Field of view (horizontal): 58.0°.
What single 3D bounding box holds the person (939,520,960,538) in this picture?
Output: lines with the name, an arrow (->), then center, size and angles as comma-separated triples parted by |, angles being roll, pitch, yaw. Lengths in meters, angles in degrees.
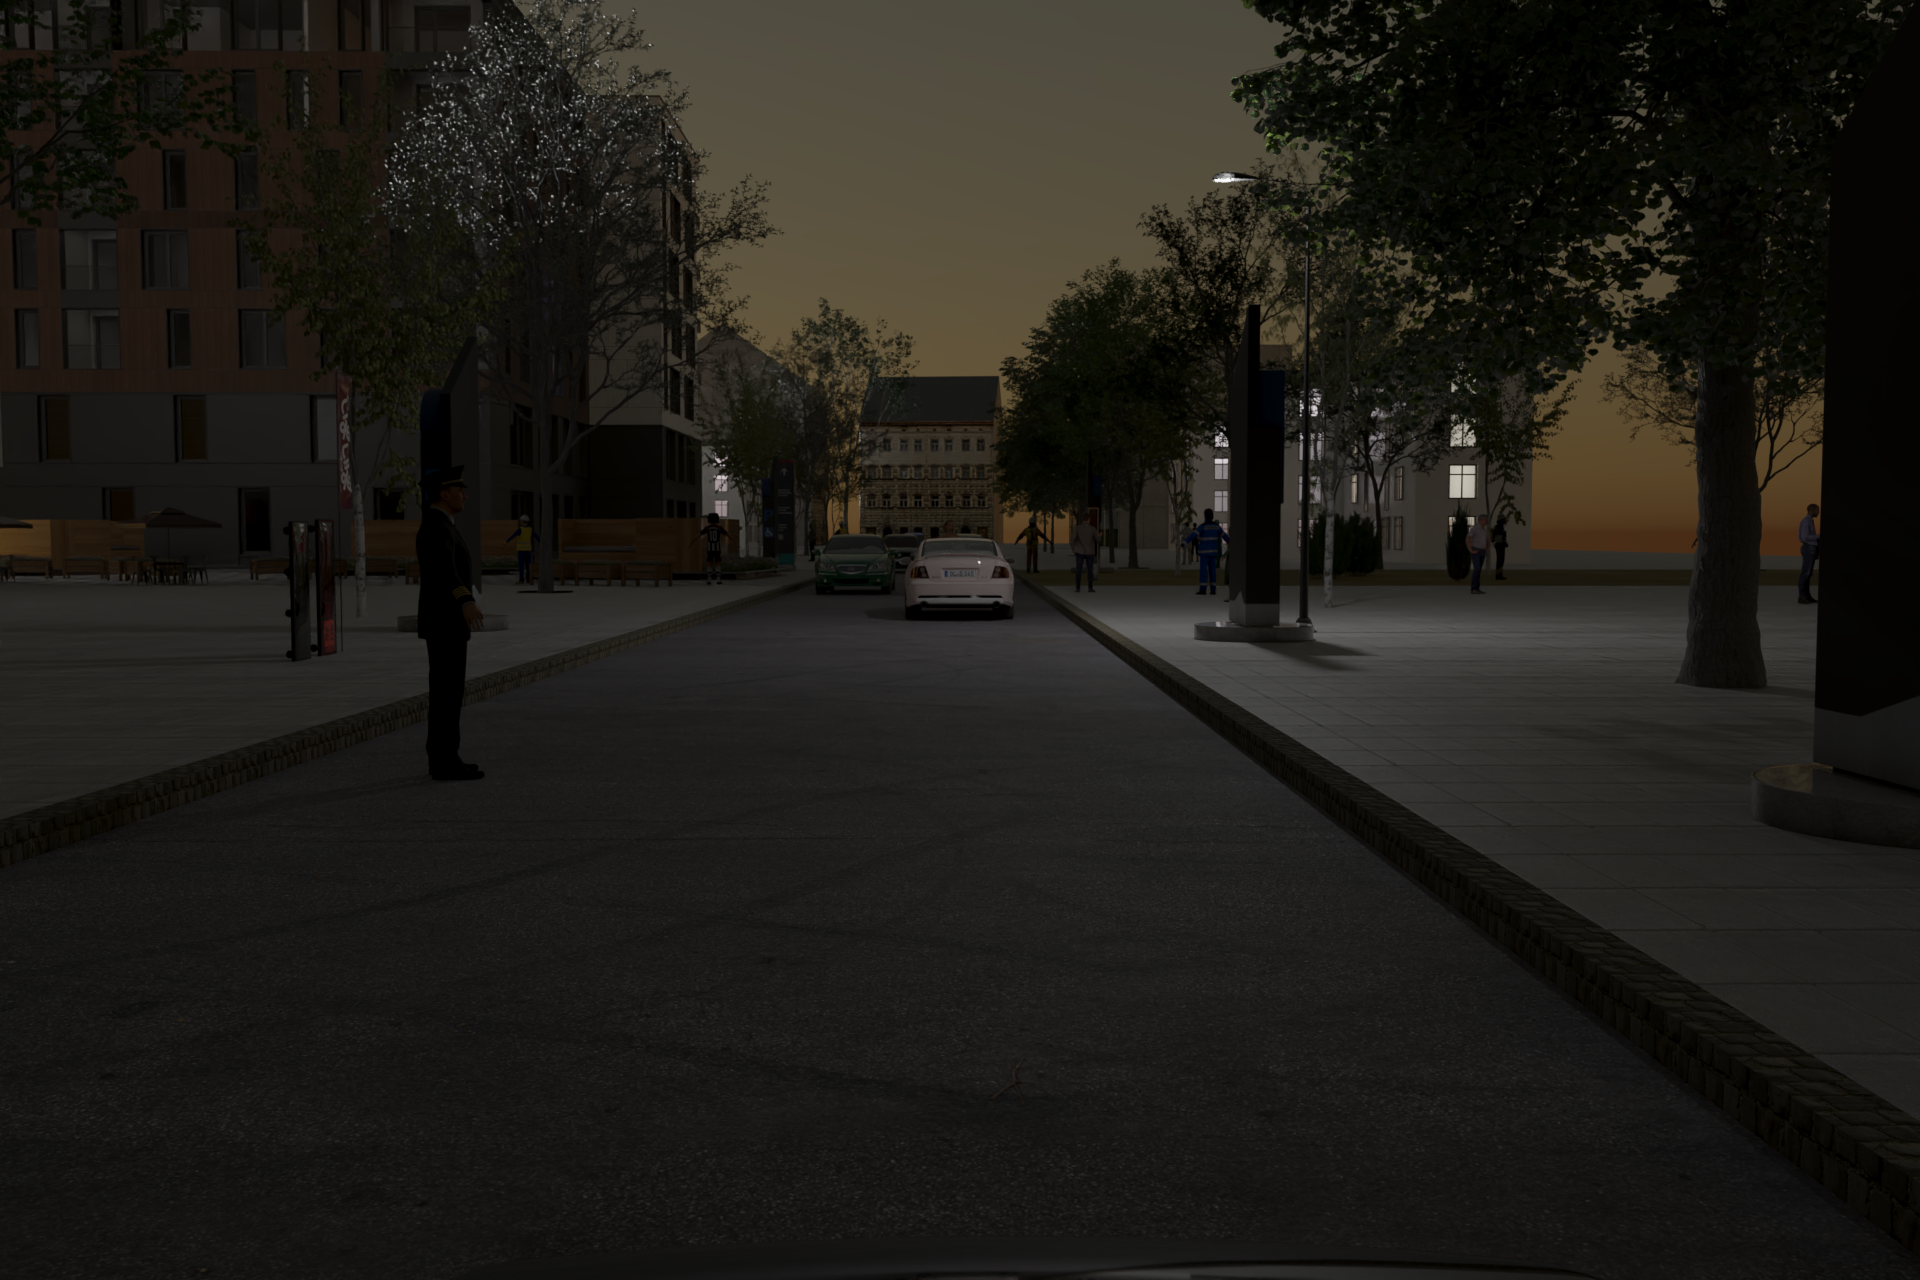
person -> -0.184, -1.657, 36.349 | 1.217, 1.733, 0.721 | -1, 4, -19

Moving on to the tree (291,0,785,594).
tree -> -8.890, -7.771, 37.419 | 12.009, 13.543, 11.850 | 0, 3, 0

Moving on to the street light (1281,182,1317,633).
street light -> 5.017, -3.048, 22.375 | 1.470, 5.913, 1.316 | 0, 4, 0

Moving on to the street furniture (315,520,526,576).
street furniture -> -18.380, -2.981, 55.591 | 9.812, 1.723, 11.010 | -1, 4, -17

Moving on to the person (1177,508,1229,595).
person -> 5.223, -1.872, 36.578 | 1.345, 1.831, 0.704 | -1, 4, -21

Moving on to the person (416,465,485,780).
person -> -3.000, -0.111, 10.205 | 0.705, 1.837, 1.347 | -1, 4, -22

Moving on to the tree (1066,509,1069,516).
tree -> 17.851, -20.106, 239.109 | 12.009, 13.543, 11.850 | 0, 3, 0

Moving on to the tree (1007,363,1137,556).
tree -> 6.747, -10.685, 100.448 | 9.928, 11.665, 9.643 | 0, 3, 0

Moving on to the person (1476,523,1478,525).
person -> 22.032, -4.110, 73.923 | 1.216, 1.740, 0.721 | -3, 5, -43

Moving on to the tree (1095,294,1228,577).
tree -> 6.370, -6.216, 52.001 | 4.737, 8.622, 4.395 | 0, 3, 0

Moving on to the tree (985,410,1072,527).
tree -> 5.639, -13.484, 138.591 | 7.486, 12.596, 7.792 | 0, 3, 0

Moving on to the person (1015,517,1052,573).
person -> 2.408, -3.160, 57.428 | 1.354, 1.858, 0.705 | 2, 4, 26

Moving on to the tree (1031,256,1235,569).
tree -> 6.498, -8.453, 63.967 | 9.928, 11.665, 9.643 | 0, 3, 0

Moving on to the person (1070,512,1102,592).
person -> 2.798, -1.936, 38.234 | 0.617, 1.759, 0.750 | 1, 4, 17

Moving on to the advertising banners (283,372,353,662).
advertising banners -> -6.714, -1.350, 18.254 | 0.090, 3.025, 2.074 | 0, 4, -1

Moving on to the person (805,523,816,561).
person -> -6.960, -4.588, 81.134 | 0.705, 1.813, 1.348 | -1, 4, -22

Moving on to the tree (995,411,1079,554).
tree -> 5.868, -10.942, 113.312 | 8.767, 10.594, 7.601 | 2, 4, 32

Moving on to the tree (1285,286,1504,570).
tree -> 15.344, -7.853, 62.816 | 8.767, 10.594, 7.601 | 1, 4, 16

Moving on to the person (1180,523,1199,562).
person -> 10.765, -4.482, 79.424 | 1.346, 1.812, 0.704 | 0, 4, 4

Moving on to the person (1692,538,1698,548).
person -> 19.801, -2.416, 45.351 | 0.705, 1.847, 1.347 | -3, 5, -44

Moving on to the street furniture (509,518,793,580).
street furniture -> -7.909, -2.746, 51.752 | 9.812, 1.723, 11.010 | 0, 4, 6

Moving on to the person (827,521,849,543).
person -> -5.183, -4.255, 75.541 | 1.349, 1.833, 0.705 | -3, 5, -42

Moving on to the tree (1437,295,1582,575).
tree -> 16.702, -6.323, 53.748 | 4.737, 8.622, 4.395 | 0, 3, 0

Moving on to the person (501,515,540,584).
person -> -11.318, -2.346, 44.826 | 0.721, 1.772, 1.216 | 3, 5, 42

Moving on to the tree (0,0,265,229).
tree -> -8.185, -5.292, 12.273 | 9.928, 11.665, 9.643 | 0, 3, 0

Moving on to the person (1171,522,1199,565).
person -> 9.496, -4.055, 72.484 | 1.347, 1.806, 0.705 | 0, 4, -3

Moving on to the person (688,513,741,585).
person -> -6.253, -2.317, 44.027 | 1.345, 1.843, 0.704 | 0, 4, -3

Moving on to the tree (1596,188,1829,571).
tree -> 27.850, -9.178, 60.424 | 12.009, 13.543, 11.850 | 0, 3, 0

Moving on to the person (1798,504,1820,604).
person -> 15.734, -1.585, 31.827 | 0.599, 1.838, 0.709 | 2, 4, 33

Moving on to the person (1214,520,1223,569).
person -> 9.447, -3.518, 63.647 | 0.704, 1.817, 1.347 | -3, 4, -37

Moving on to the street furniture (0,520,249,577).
street furniture -> -30.432, -3.049, 56.705 | 9.812, 1.723, 11.010 | 3, 4, 36

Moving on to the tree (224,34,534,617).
tree -> -8.995, -4.652, 26.422 | 4.737, 8.622, 4.395 | 0, 3, 0

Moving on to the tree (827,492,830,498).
tree -> -22.316, -19.798, 234.061 | 12.009, 13.543, 11.850 | 0, 3, 0

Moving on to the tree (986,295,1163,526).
tree -> 6.248, -11.163, 89.172 | 9.857, 13.997, 8.962 | 0, 3, 0

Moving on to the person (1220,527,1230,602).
person -> 5.084, -1.436, 32.698 | 0.599, 1.438, 0.989 | 2, 4, 24

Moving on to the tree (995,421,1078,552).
tree -> 6.351, -11.662, 125.081 | 8.767, 10.594, 7.601 | 2, 4, 32

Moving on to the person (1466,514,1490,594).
person -> 11.189, -1.849, 37.208 | 0.756, 1.711, 0.436 | -2, 4, -29

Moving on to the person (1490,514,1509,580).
person -> 15.190, -2.617, 48.572 | 0.705, 1.856, 1.354 | 2, 4, 23

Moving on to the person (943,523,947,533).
person -> -0.474, -2.964, 57.137 | 0.704, 1.802, 1.346 | 1, 4, 9
